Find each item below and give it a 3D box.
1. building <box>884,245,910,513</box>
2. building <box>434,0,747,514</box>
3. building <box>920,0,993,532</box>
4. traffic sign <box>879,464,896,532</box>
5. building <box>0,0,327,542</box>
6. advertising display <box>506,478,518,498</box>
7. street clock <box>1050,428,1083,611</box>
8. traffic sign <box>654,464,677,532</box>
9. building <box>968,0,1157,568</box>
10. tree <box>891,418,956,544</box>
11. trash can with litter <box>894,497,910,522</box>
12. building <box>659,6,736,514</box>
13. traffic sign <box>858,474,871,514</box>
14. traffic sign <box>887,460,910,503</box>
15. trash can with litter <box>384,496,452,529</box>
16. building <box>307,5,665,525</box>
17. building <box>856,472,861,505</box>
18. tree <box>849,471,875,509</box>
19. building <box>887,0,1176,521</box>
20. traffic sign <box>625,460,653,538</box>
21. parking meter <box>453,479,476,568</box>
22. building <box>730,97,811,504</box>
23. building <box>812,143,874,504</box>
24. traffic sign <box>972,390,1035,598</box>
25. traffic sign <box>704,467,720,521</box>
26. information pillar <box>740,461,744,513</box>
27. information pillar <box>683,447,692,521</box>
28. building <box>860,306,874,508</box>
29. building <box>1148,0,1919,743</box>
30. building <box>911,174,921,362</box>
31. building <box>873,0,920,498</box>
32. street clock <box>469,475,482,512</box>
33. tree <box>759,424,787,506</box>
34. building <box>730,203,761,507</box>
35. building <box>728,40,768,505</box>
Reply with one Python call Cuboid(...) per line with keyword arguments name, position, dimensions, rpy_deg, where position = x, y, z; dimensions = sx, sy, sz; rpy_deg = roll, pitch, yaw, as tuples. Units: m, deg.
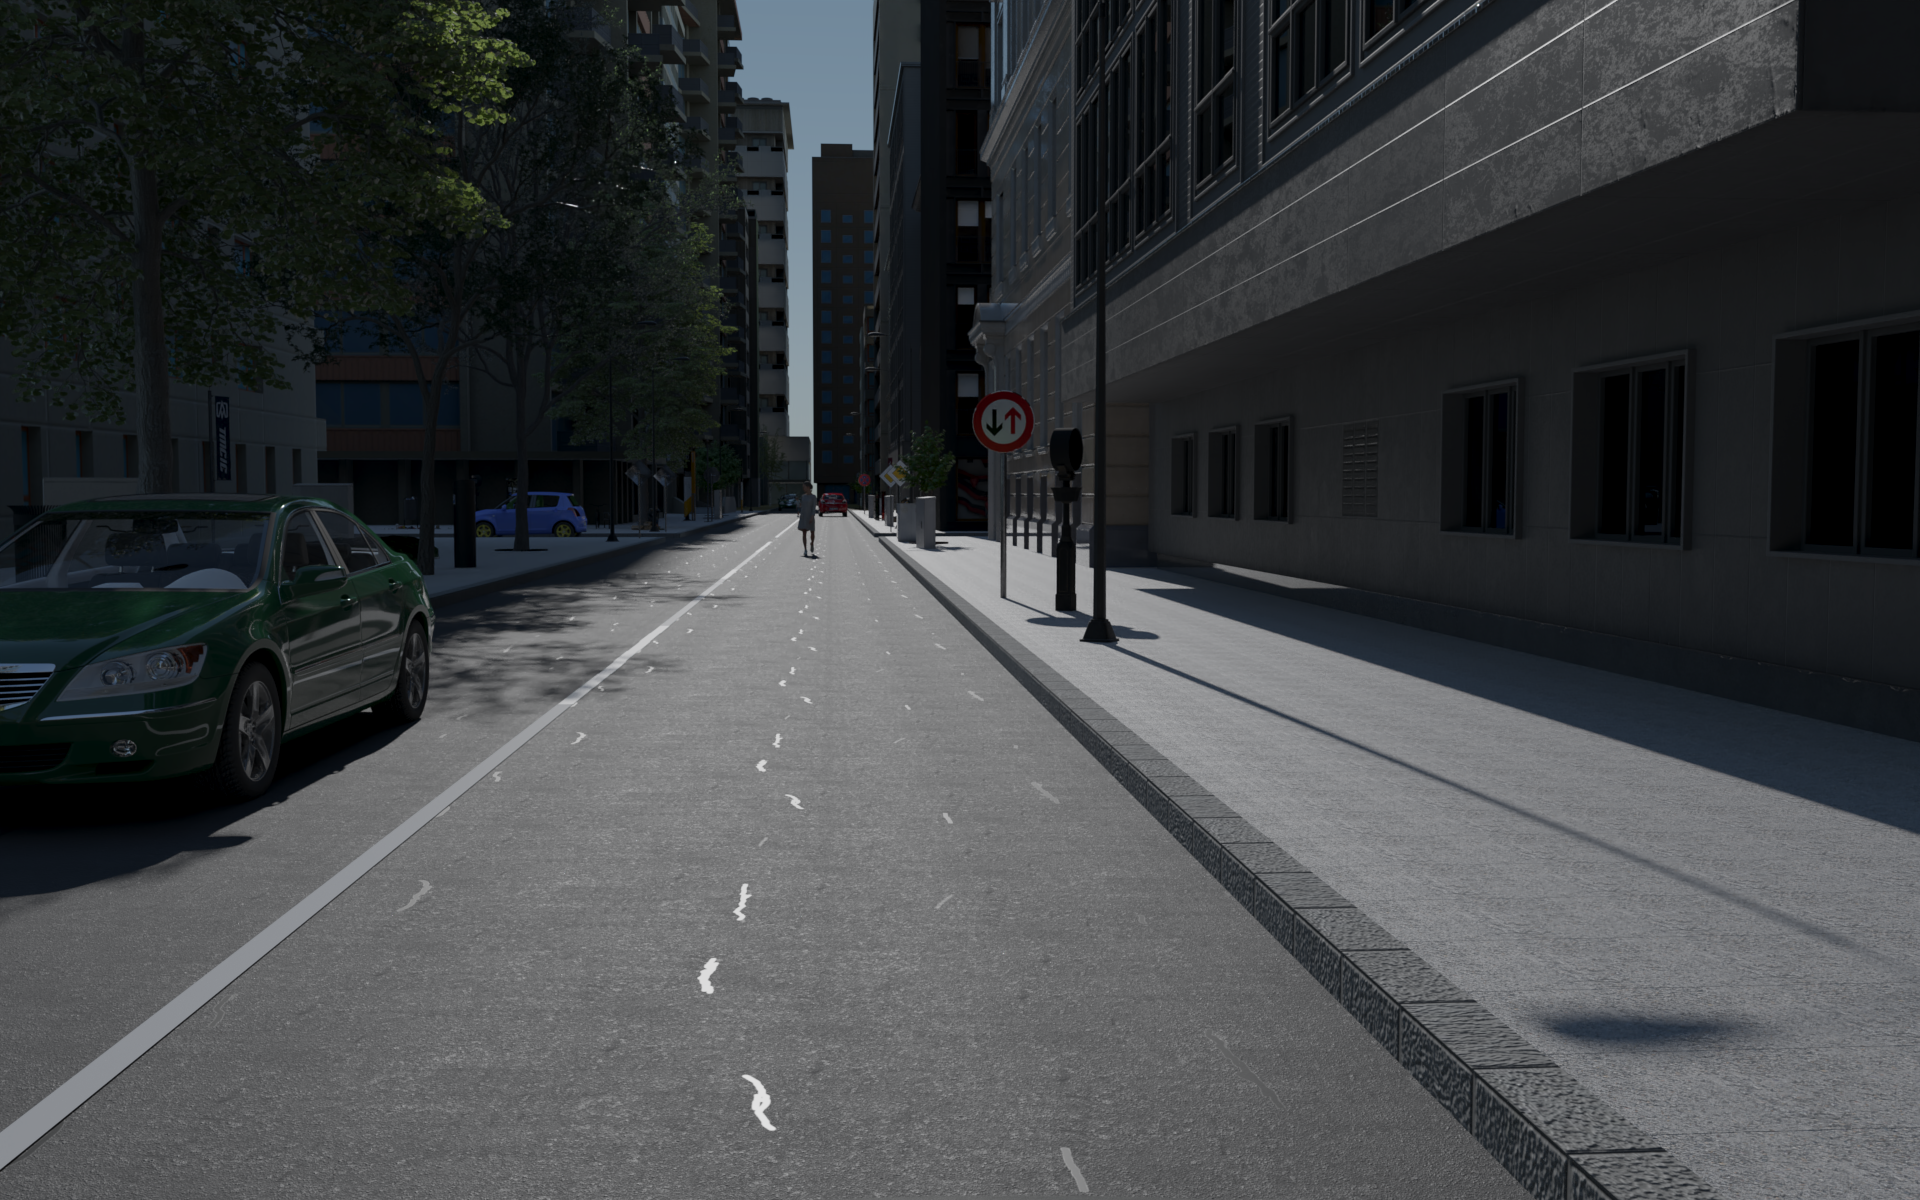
Cuboid(name="building", position=(-0.305, -16.867, 124.926), dimensions=(9.793, 20.994, 18.267), rpy_deg=(0, 4, -4))
Cuboid(name="building", position=(-29.611, -30.053, 145.985), dimensions=(22.147, 44.769, 28.867), rpy_deg=(0, 4, -4))
Cuboid(name="building", position=(6.737, -14.403, 65.169), dimensions=(15.834, 23.373, 12.332), rpy_deg=(0, 4, -4))
Cuboid(name="traffic sign", position=(-2.341, -3.360, 58.581), dimensions=(0.795, 2.450, 0.064), rpy_deg=(0, 4, -4))
Cuboid(name="building", position=(-31.358, -11.546, 33.816), dimensions=(28.899, 21.520, 27.650), rpy_deg=(0, 4, -4))
Cuboid(name="advertising display", position=(-17.486, -3.863, 68.379), dimensions=(0.123, 1.923, 0.974), rpy_deg=(3, 4, 36))
Cuboid(name="street clock", position=(1.166, -0.883, 19.014), dimensions=(0.358, 2.002, 0.471), rpy_deg=(2, 4, 24))
Cuboid(name="traffic sign", position=(-9.866, -3.327, 58.043), dimensions=(0.795, 2.450, 0.064), rpy_deg=(0, 4, -4))
Cuboid(name="building", position=(7.728, -15.506, 39.429), dimensions=(13.634, 28.700, 20.117), rpy_deg=(0, 4, -4))
Cuboid(name="tree", position=(-0.945, -3.059, 44.608), dimensions=(1.663, 3.219, 1.824), rpy_deg=(0, 3, 0))
Cuboid(name="trash can with litter", position=(-2.705, -4.095, 78.346), dimensions=(1.055, 1.170, 0.624), rpy_deg=(2, 4, 25))
Cuboid(name="building", position=(-31.832, -25.984, 116.719), dimensions=(32.217, 40.220, 23.993), rpy_deg=(0, 4, -4))
Cuboid(name="traffic sign", position=(-6.059, -6.717, 109.926), dimensions=(0.768, 2.556, 0.104), rpy_deg=(0, 4, -4))
Cuboid(name="traffic sign", position=(-1.747, -2.873, 50.618), dimensions=(0.795, 2.450, 0.064), rpy_deg=(0, 4, -4))
Cuboid(name="trash can with litter", position=(-19.786, -3.202, 63.418), dimensions=(2.233, 1.210, 1.678), rpy_deg=(0, 4, 7))
Cuboid(name="building", position=(-24.842, -26.178, 82.638), dimensions=(22.147, 44.769, 28.867), rpy_deg=(0, 4, -4))
Cuboid(name="building", position=(-1.539, -46.447, 197.665), dimensions=(20.563, 71.187, 20.611), rpy_deg=(0, 4, -4))
Cuboid(name="tree", position=(-8.491, -9.397, 148.244), dimensions=(1.663, 3.219, 1.824), rpy_deg=(0, 3, 0))
Cuboid(name="building", position=(3.206, -18.945, 103.250), dimensions=(14.314, 27.812, 24.014), rpy_deg=(0, 4, -4))
Cuboid(name="traffic sign", position=(-9.272, -2.840, 50.080), dimensions=(0.795, 2.450, 0.064), rpy_deg=(0, 4, -4))
Cuboid(name="parking meter", position=(-8.636, -1.332, 30.192), dimensions=(0.372, 1.533, 0.369), rpy_deg=(0, 3, 0))
Cuboid(name="building", position=(-33.808, -39.188, 229.959), dimensions=(27.495, 52.752, 28.713), rpy_deg=(0, 4, -4))
Cuboid(name="building", position=(-11.920, -35.141, 224.670), dimensions=(14.200, 45.320, 14.600), rpy_deg=(0, 4, -4))
Cuboid(name="traffic sign", position=(0.538, -1.299, 21.348), dimensions=(0.768, 2.556, 0.104), rpy_deg=(0, 4, 3))
Cuboid(name="traffic sign", position=(-11.733, -4.998, 81.829), dimensions=(0.768, 2.556, 0.104), rpy_deg=(0, 4, 3))
Cuboid(name="information pillar", position=(-15.149, -7.887, 120.302), dimensions=(0.183, 3.616, 0.504), rpy_deg=(0, 4, -3))
Cuboid(name="information pillar", position=(-13.043, -5.617, 83.200), dimensions=(0.504, 3.616, 0.183), rpy_deg=(-2, 4, -25))
Cuboid(name="building", position=(4.019, -20.141, 174.336), dimensions=(27.650, 21.520, 28.899), rpy_deg=(0, 4, -4))
Cuboid(name="building", position=(9.581, -13.700, 17.509), dimensions=(14.314, 27.812, 24.014), rpy_deg=(0, 4, -4))
Cuboid(name="building", position=(3.431, -13.287, 81.862), dimensions=(10.561, 19.102, 19.286), rpy_deg=(0, 4, -4))
Cuboid(name="building", position=(3.516, -32.080, 148.202), dimensions=(21.300, 48.544, 21.600), rpy_deg=(0, 4, -4))
Cuboid(name="street clock", position=(-18.440, -3.756, 65.979), dimensions=(0.471, 2.002, 0.358), rpy_deg=(3, 4, 36))
Cuboid(name="tree", position=(-19.887, -14.106, 180.992), dimensions=(4.737, 8.622, 4.395), rpy_deg=(0, 3, 0))
Cuboid(name="building", position=(-26.833, -24.247, 168.134), dimensions=(14.160, 30.474, 14.107), rpy_deg=(0, 4, -4))
Cuboid(name="building", position=(-37.687, -53.855, 193.205), dimensions=(31.000, 86.520, 22.319), rpy_deg=(0, 4, -4))
